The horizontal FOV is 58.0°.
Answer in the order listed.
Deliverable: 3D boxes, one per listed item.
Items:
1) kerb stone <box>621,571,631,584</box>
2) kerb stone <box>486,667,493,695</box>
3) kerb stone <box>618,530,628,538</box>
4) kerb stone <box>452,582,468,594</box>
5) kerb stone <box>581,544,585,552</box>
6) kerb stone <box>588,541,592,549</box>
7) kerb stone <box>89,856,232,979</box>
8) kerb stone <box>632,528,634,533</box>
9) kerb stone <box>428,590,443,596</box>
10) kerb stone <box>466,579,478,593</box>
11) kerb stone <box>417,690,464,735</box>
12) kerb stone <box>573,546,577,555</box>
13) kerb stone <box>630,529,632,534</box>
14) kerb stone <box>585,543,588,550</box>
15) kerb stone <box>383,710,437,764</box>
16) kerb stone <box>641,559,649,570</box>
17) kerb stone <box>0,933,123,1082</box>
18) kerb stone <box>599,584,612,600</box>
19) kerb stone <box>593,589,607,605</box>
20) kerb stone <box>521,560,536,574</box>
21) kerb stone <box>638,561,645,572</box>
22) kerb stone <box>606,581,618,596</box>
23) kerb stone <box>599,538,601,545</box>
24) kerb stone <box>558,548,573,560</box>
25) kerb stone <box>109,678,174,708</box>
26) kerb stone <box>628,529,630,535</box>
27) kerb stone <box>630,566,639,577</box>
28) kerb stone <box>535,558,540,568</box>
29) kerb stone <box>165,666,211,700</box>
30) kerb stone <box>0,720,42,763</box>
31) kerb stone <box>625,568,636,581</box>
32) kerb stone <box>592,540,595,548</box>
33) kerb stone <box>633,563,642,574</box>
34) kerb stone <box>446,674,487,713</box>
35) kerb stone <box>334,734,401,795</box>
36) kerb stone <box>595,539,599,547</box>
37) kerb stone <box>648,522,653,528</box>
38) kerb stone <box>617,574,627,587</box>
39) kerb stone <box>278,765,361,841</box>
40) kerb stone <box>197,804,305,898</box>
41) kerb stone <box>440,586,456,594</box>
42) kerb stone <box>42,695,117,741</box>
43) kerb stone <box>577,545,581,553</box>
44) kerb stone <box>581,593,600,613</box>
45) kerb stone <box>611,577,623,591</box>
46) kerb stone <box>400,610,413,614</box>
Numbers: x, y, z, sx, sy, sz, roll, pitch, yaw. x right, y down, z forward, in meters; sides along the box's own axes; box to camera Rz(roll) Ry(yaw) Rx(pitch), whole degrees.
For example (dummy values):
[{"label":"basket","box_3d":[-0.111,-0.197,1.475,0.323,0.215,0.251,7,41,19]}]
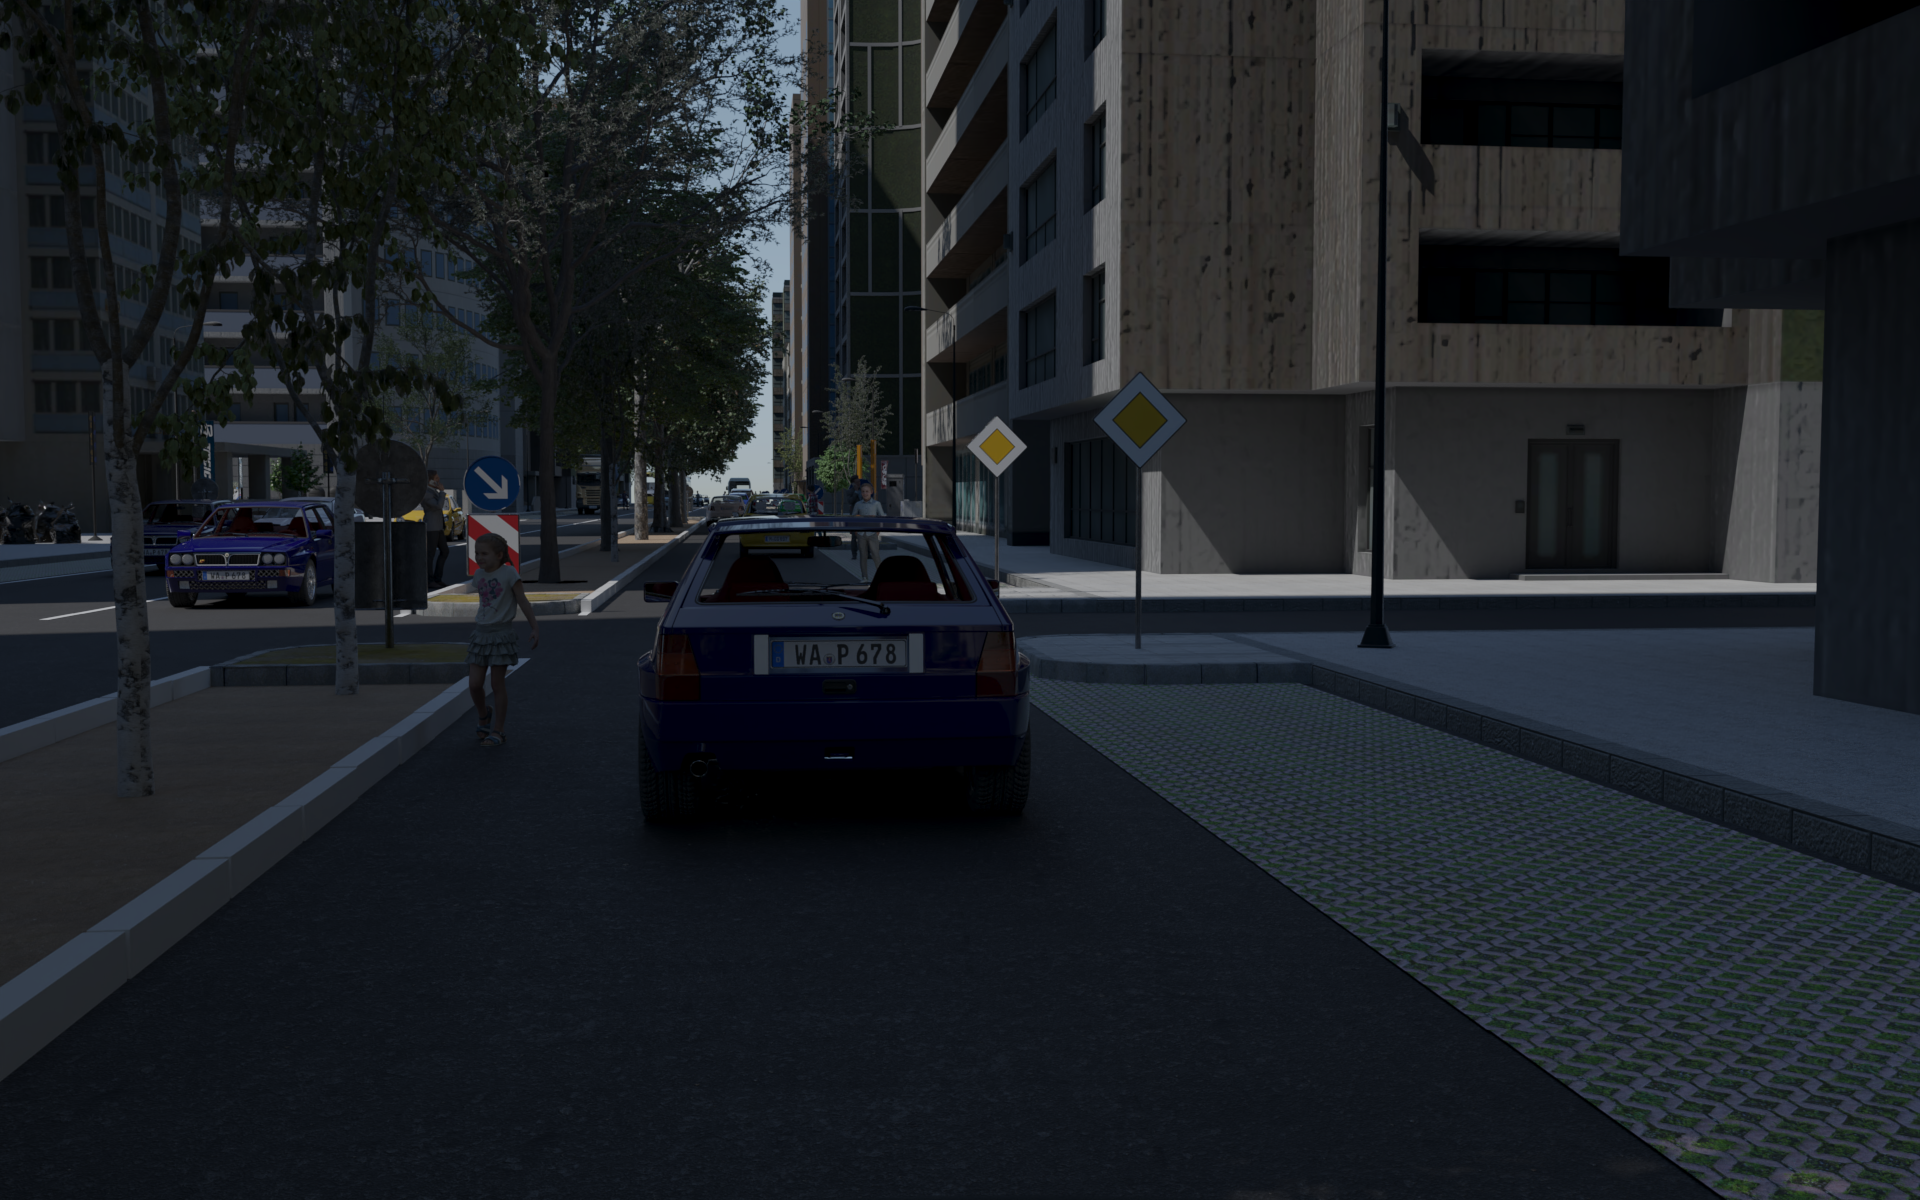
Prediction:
[{"label":"kerb stone","box_3d":[-5.351,-0.324,27.487,0.120,0.150,1.000,0,4,-7]},{"label":"kerb stone","box_3d":[-3.473,0.584,12.713,0.120,0.150,1.000,0,4,-7]},{"label":"kerb stone","box_3d":[-11.430,-2.235,58.743,0.120,0.150,1.000,0,4,-7]},{"label":"kerb stone","box_3d":[-7.047,-0.121,24.174,0.120,0.150,1.000,0,4,-7]},{"label":"kerb stone","box_3d":[-9.365,-1.240,42.469,0.120,0.150,1.000,0,4,-7]},{"label":"kerb stone","box_3d":[-9.620,-1.364,44.497,0.120,0.150,1.000,0,4,-7]},{"label":"kerb stone","box_3d":[-2.572,1.017,5.602,0.120,0.150,1.000,0,4,-7]},{"label":"kerb stone","box_3d":[-11.811,-2.422,61.788,0.120,0.150,1.000,0,4,-7]},{"label":"kerb stone","box_3d":[-6.781,0.004,22.128,0.120,0.150,1.000,0,4,-7]},{"label":"kerb stone","box_3d":[-7.180,-0.179,25.199,0.120,0.150,1.000,0,4,-7]},{"label":"kerb stone","box_3d":[-3.216,0.704,10.683,0.120,0.150,1.000,0,4,-7]},{"label":"kerb stone","box_3d":[-9.105,-1.114,40.435,0.120,0.150,1.000,0,4,-7]},{"label":"kerb stone","box_3d":[-11.686,-2.360,60.774,0.120,0.150,1.000,0,4,-7]},{"label":"kerb stone","box_3d":[-9.497,-1.302,43.482,0.120,0.150,1.000,0,4,-7]},{"label":"kerb stone","box_3d":[-3.082,0.767,9.667,0.120,0.150,1.000,0,4,-7]},{"label":"kerb stone","box_3d":[-5.992,-0.629,32.571,0.120,0.150,1.000,0,4,-7]},{"label":"kerb stone","box_3d":[-2.447,1.079,4.587,0.120,0.150,1.000,0,4,-7]},{"label":"kerb stone","box_3d":[-4.836,-0.075,23.429,0.120,0.150,1.000,0,4,-7]},{"label":"kerb stone","box_3d":[-4.705,-0.011,22.407,0.120,0.150,1.000,0,4,-7]},{"label":"kerb stone","box_3d":[-8.074,-0.618,32.306,0.120,0.150,1.000,0,4,-7]},{"label":"kerb stone","box_3d":[-5.866,-0.573,31.557,0.120,0.150,1.000,0,4,-7]},{"label":"kerb stone","box_3d":[-4.963,-0.135,24.443,0.120,0.150,1.000,0,4,-7]},{"label":"kerb stone","box_3d":[-10.013,-1.548,47.549,0.120,0.150,1.000,0,4,-7]},{"label":"kerb stone","box_3d":[-8.976,-1.052,39.417,0.120,0.150,1.000,0,4,-7]},{"label":"kerb stone","box_3d":[-5.430,0.658,11.432,0.120,0.150,1.000,0,4,-7]},{"label":"kerb stone","box_3d":[-11.559,-2.297,59.757,0.120,0.150,1.000,0,4,-7]},{"label":"kerb stone","box_3d":[-5.612,-0.448,29.527,0.120,0.150,1.000,0,4,-7]},{"label":"kerb stone","box_3d":[-8.208,-0.680,33.320,0.120,0.150,1.000,0,4,-7]},{"label":"kerb stone","box_3d":[-5.553,0.600,12.450,0.120,0.150,1.000,0,4,-7]},{"label":"kerb stone","box_3d":[-5.174,0.782,9.404,0.120,0.150,1.000,0,4,-7]},{"label":"kerb stone","box_3d":[-5.473,-0.386,28.511,0.120,0.150,1.000,0,4,-7]},{"label":"kerb stone","box_3d":[-9.755,-1.426,45.512,0.120,0.150,1.000,0,4,-7]},{"label":"kerb stone","box_3d":[-5.735,-0.511,30.543,0.120,0.150,1.000,0,4,-7]},{"label":"kerb stone","box_3d":[-3.351,0.642,11.698,0.120,0.150,1.000,0,4,-7]},{"label":"kerb stone","box_3d":[-2.964,0.828,8.651,0.120,0.150,1.000,0,4,-7]},{"label":"kerb stone","box_3d":[-9.877,-1.488,46.526,0.120,0.150,1.000,0,4,-7]},{"label":"kerb stone","box_3d":[-13.886,-3.415,78.073,0.120,0.150,1.000,0,4,-7]},{"label":"kerb stone","box_3d":[-5.222,-0.262,26.473,0.120,0.150,1.000,0,4,-7]},{"label":"kerb stone","box_3d":[-2.827,0.892,7.635,0.120,0.150,1.000,0,4,-7]},{"label":"kerb stone","box_3d":[-2.702,0.953,6.620,0.120,0.150,1.000,0,4,-7]},{"label":"kerb stone","box_3d":[-6.916,-0.056,23.152,0.120,0.150,1.000,0,4,-7]},{"label":"kerb stone","box_3d":[-5.309,0.722,10.417,0.120,0.150,1.000,0,4,-7]},{"label":"kerb stone","box_3d":[-9.239,-1.170,41.449,0.120,0.150,1.000,0,4,-7]},{"label":"kerb stone","box_3d":[-4.575,0.049,21.389,0.120,0.150,1.000,0,4,-7]},{"label":"kerb stone","box_3d":[-5.092,-0.200,25.459,0.120,0.150,1.000,0,4,-7]},{"label":"kerb stone","box_3d":[-6.664,0.070,21.110,0.120,0.150,1.000,0,4,-7]}]
